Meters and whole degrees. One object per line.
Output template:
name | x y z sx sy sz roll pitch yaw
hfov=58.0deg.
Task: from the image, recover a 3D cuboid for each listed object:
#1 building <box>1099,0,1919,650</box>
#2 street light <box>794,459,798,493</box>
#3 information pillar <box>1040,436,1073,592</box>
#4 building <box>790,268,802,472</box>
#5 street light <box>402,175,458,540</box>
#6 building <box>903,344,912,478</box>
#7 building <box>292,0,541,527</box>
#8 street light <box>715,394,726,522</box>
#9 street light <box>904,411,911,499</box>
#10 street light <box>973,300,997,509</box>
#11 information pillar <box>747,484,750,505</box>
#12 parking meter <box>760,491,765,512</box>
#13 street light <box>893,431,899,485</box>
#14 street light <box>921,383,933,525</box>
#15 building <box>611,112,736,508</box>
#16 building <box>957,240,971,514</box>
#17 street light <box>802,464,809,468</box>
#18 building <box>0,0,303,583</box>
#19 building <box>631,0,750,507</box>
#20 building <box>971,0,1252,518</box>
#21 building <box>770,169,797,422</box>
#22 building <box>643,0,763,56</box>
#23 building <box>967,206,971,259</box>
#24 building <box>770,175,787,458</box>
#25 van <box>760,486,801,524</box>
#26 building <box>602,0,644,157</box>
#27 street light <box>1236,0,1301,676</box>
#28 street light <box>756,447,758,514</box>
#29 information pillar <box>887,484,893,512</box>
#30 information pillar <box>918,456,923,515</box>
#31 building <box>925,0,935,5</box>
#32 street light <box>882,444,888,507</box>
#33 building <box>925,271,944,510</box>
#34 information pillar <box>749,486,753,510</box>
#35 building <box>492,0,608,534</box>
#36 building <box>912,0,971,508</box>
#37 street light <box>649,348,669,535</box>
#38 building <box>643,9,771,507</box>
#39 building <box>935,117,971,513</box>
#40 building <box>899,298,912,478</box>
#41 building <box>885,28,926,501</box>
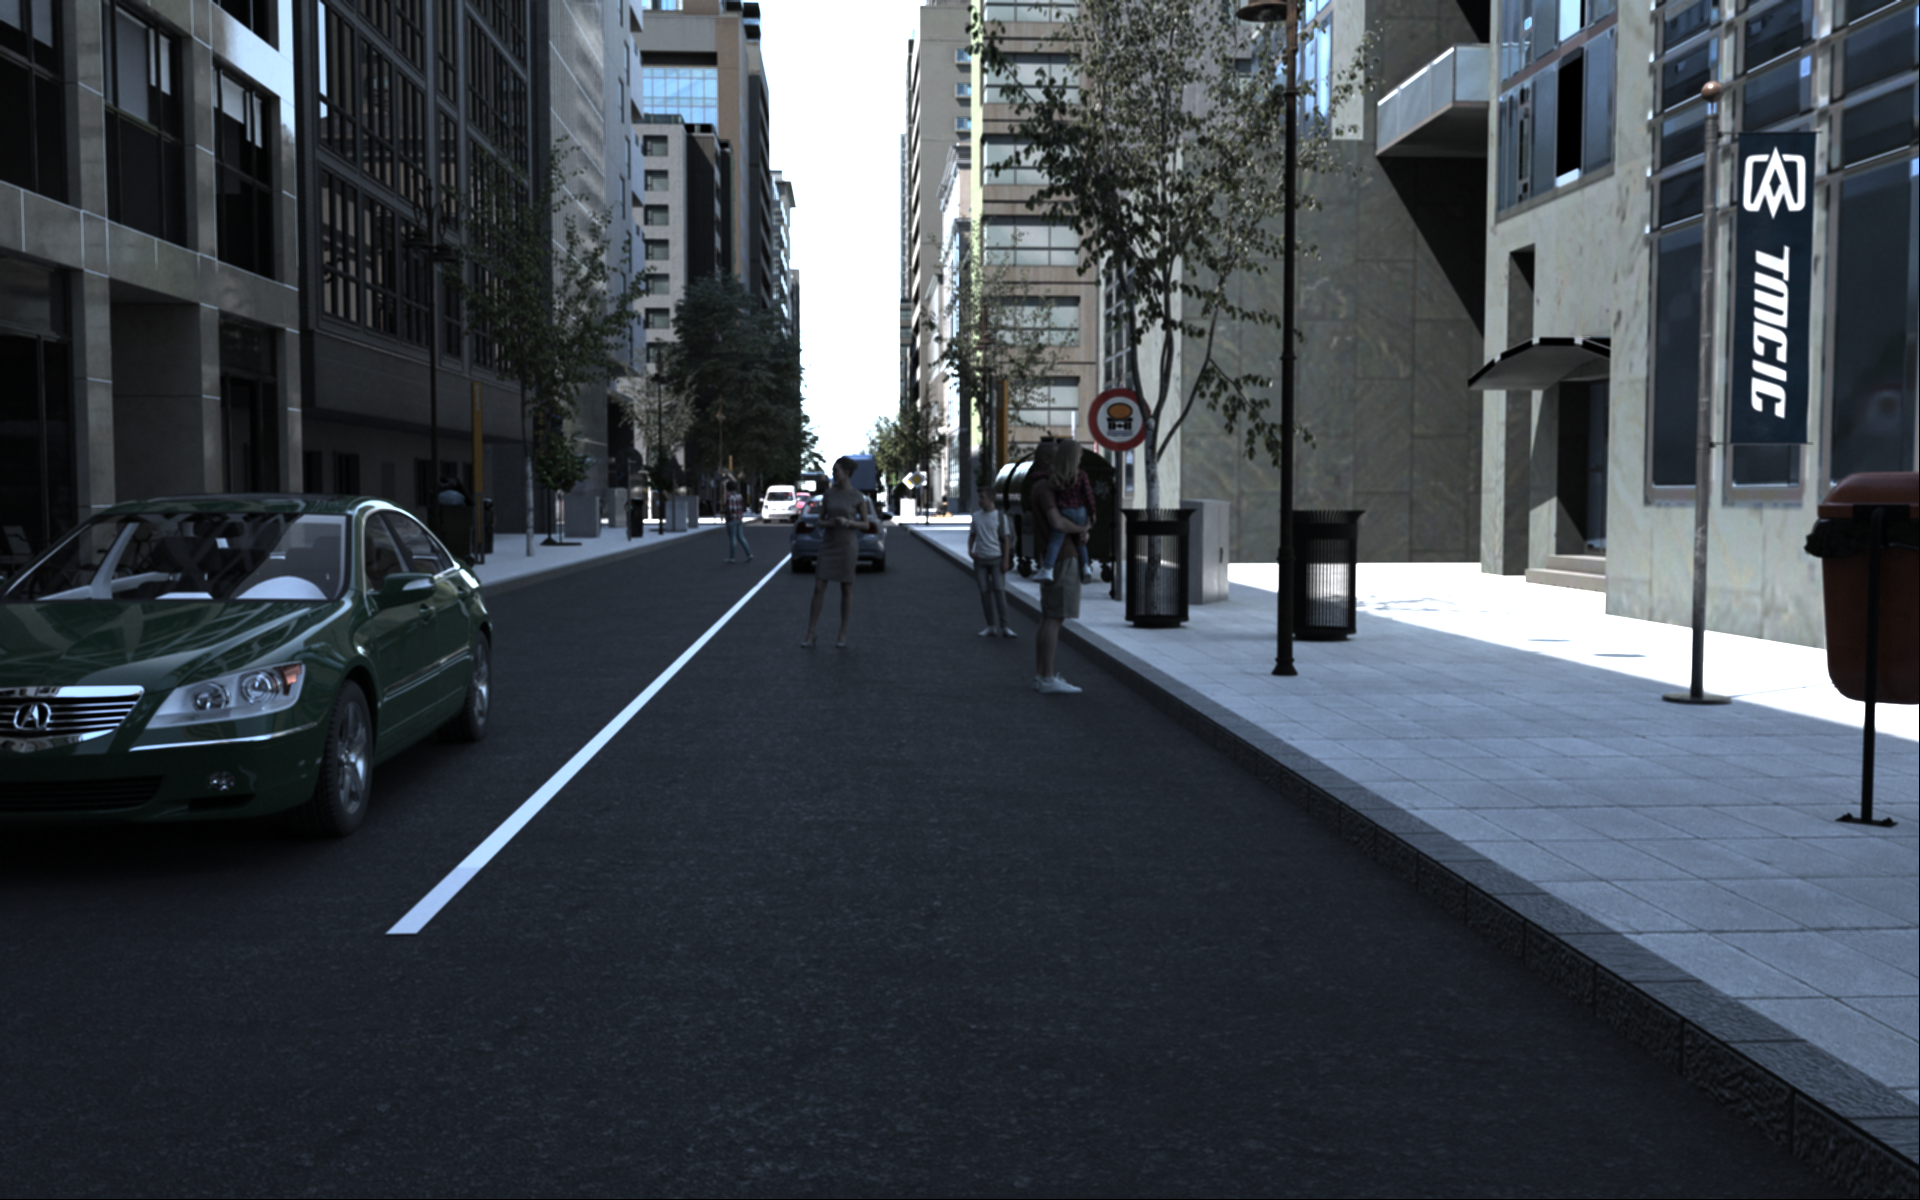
building | 15.461 -43.553 24.772 22.319 86.520 31.000 0 4 -4
street light | -17.514 -12.982 185.046 0.468 5.910 1.993 0 4 -4
information pillar | 1.225 -1.072 22.019 0.304 2.012 0.304 -2 4 -33
building | -35.168 -37.985 304.651 14.154 41.232 14.086 0 4 -4
street light | -7.775 -3.228 25.559 0.468 5.910 1.993 0 4 -4
building | 7.187 -22.577 214.175 27.650 21.520 28.899 0 4 -4
building | -18.959 -15.063 39.782 14.314 27.812 24.014 0 4 -4
street light | -11.012 -6.552 79.918 0.468 5.910 1.993 0 4 -4
street light | -2.855 -7.483 95.126 0.468 5.910 1.993 0 4 -4
street light | 0.587 -4.195 41.371 0.468 5.910 1.993 0 4 -4
information pillar | -17.507 -9.358 144.365 0.504 3.616 0.183 2 4 29
parking meter | -14.214 -7.121 124.836 0.372 1.533 0.369 0 3 0
street light | -4.606 -9.274 124.415 0.468 5.910 1.993 0 4 -4
street light | -1.348 -6.012 71.078 0.468 5.910 1.993 0 4 -4
building | -24.986 -22.210 134.831 14.160 30.474 14.107 0 4 -4
building | 5.654 -14.815 106.845 10.561 19.102 19.286 0 4 -4
street light | -19.344 -14.800 214.769 0.468 5.910 1.993 0 4 -4
building | -19.522 -12.611 10.705 19.350 26.468 34.151 0 4 -4
building | -26.831 -31.216 160.493 14.600 45.320 14.200 0 4 -4
building | 7.286 -23.088 61.083 14.154 41.232 14.086 0 4 -4
building | -41.294 -42.424 282.871 28.713 52.752 27.495 0 4 -4
building | -32.949 -54.485 203.497 22.319 86.520 31.000 0 4 -4
building | 12.749 -15.142 89.367 24.055 21.916 13.314 0 4 -4
building | -36.902 -38.810 254.152 23.786 49.044 30.456 0 4 -4
van | -8.835 -4.800 85.490 2.013 2.044 4.112 0 4 -3
building | -32.508 -31.047 96.858 28.713 52.752 27.495 0 4 -4
street light | 2.307 -2.406 12.128 0.468 5.910 1.993 0 4 -4
street light | -12.867 -8.377 109.751 0.468 5.910 1.993 0 4 -4
information pillar | -5.132 -7.513 127.322 0.304 2.012 0.304 -3 5 -41
information pillar | -2.385 -7.064 106.859 0.183 3.616 0.504 -2 4 -27
building | 4.664 -45.841 187.749 20.563 71.187 20.611 0 4 -4
street light | -6.405 -11.062 153.653 0.468 5.910 1.993 0 4 -4
building | 2.297 -18.124 145.476 9.793 20.994 18.267 0 4 -4
information pillar | -17.010 -8.372 141.370 0.304 2.012 0.304 0 4 0
building | -23.271 -14.818 60.305 19.932 24.808 12.078 0 4 -4
building | 6.348 -33.256 167.438 21.300 48.544 21.600 0 4 -4
street light | -9.491 -5.016 54.802 0.468 5.910 1.993 0 4 -4
building | -30.659 -33.927 178.404 21.300 48.544 21.600 0 4 -4
building | 5.446 -20.816 126.241 13.634 28.700 20.117 0 4 -4
building | -2.010 -29.573 255.220 14.160 30.474 14.107 0 4 -4
building | -1.557 -60.228 297.406 22.319 86.520 31.000 0 4 -4
